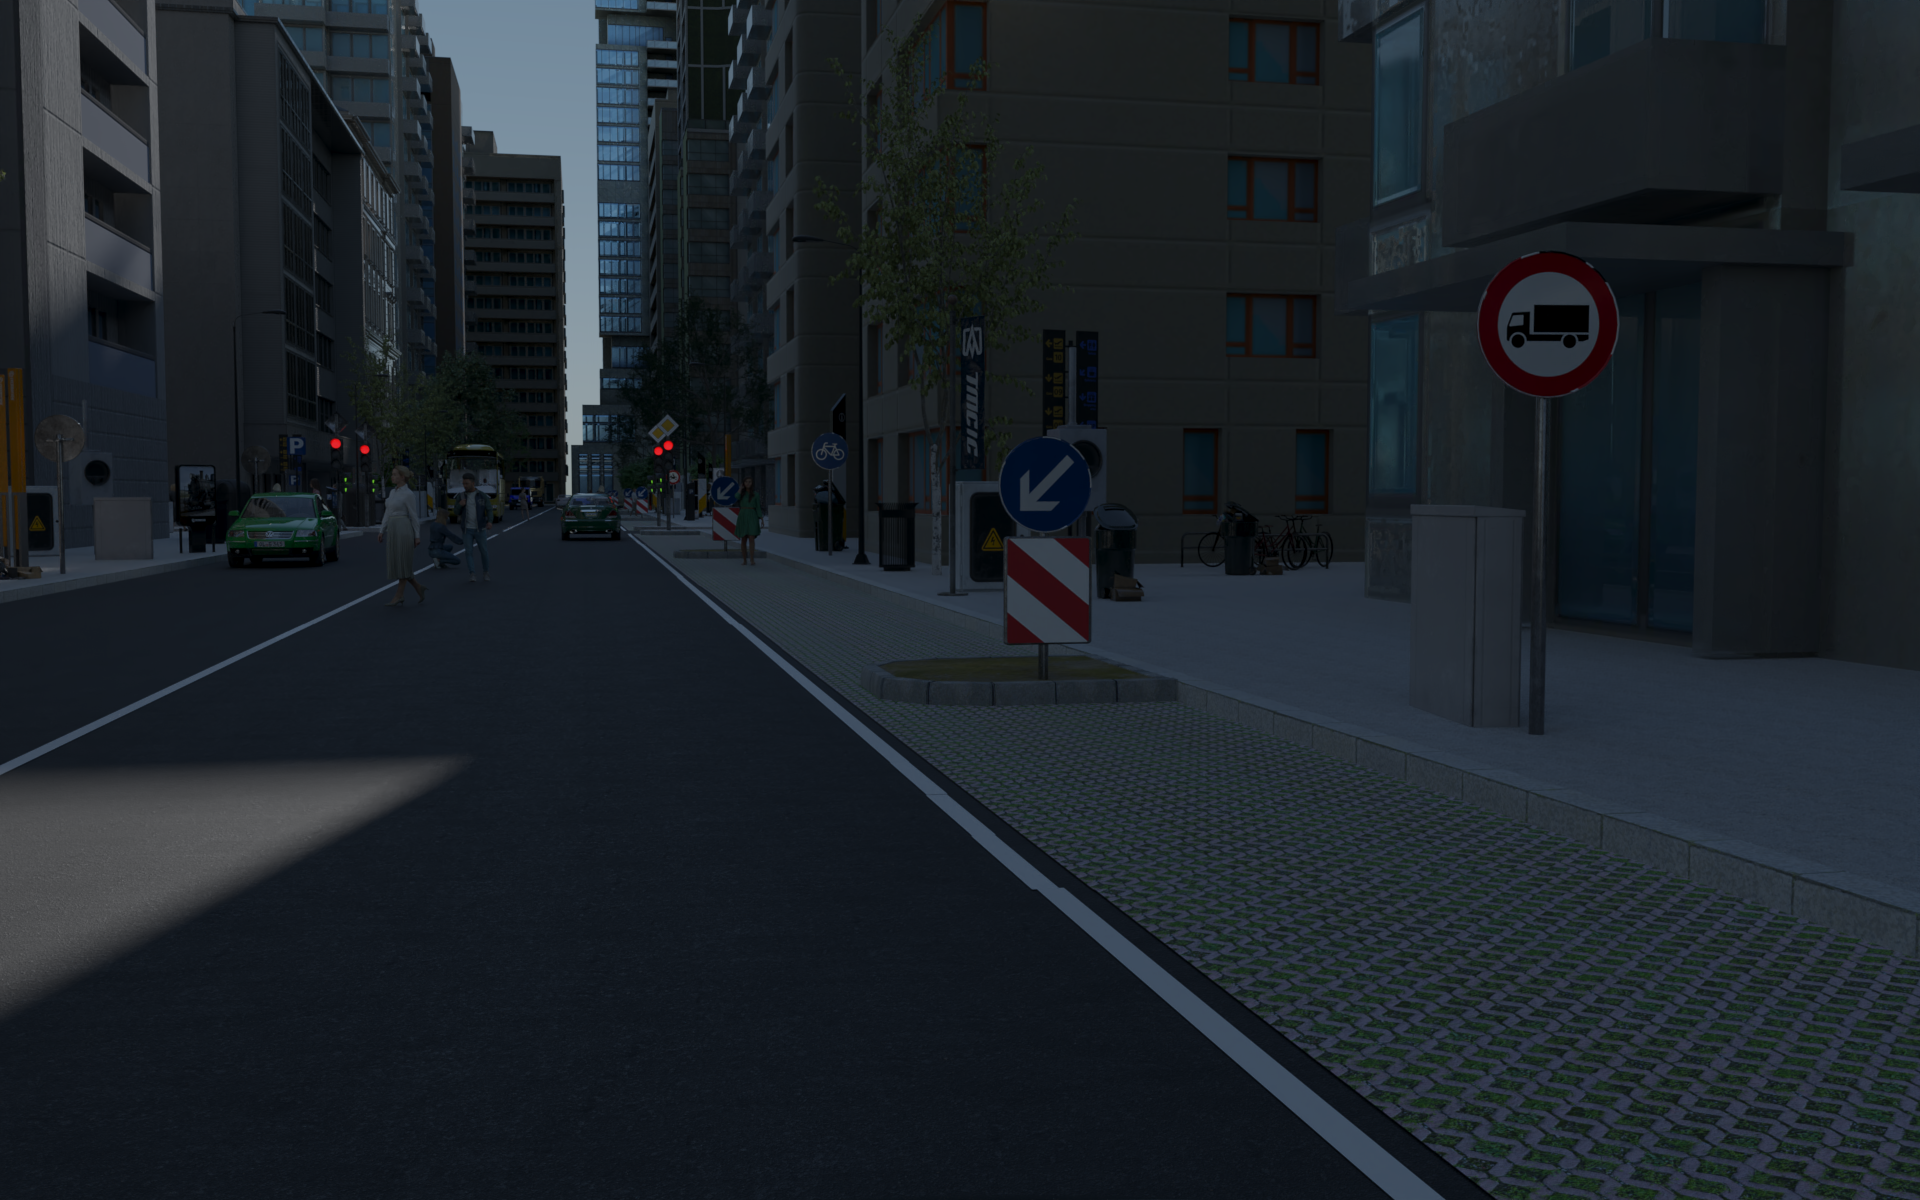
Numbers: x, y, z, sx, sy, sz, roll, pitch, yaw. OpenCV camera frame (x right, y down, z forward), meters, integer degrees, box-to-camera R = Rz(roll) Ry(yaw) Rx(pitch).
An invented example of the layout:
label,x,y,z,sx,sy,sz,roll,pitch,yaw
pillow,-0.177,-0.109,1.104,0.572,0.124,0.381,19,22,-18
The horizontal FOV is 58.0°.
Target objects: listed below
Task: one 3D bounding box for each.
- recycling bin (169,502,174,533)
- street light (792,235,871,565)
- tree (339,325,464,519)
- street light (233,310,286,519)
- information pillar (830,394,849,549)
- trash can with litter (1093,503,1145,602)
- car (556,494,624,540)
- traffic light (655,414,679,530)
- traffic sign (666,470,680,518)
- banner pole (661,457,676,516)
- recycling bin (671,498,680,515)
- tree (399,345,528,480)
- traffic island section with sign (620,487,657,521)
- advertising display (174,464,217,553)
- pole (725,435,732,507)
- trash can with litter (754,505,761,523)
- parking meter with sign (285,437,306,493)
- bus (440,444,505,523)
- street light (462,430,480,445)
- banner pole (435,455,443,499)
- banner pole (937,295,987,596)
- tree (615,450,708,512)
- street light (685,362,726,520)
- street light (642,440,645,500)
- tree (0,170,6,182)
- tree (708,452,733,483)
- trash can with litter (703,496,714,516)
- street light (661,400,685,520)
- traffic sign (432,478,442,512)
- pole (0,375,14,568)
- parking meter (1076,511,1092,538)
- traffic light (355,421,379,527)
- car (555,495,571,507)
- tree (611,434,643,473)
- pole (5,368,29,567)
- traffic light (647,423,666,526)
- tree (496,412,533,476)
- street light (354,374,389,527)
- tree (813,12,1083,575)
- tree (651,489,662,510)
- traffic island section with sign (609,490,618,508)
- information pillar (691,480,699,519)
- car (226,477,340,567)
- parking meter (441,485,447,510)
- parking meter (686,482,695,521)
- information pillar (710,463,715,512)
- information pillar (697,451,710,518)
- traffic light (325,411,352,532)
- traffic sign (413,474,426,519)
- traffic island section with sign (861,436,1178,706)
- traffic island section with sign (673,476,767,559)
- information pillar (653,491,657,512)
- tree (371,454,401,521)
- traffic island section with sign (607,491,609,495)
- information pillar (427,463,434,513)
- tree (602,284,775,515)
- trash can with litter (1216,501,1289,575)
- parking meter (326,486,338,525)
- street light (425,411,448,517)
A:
label,x,y,z,sx,sy,sz,roll,pitch,yaw
recycling bin,-26.320,-2.707,56.806,0.722,1.027,0.722,0,4,3
street light,-2.329,-3.597,31.356,1.470,5.913,1.316,-1,4,-12
tree,-25.201,-7.690,76.095,4.737,8.622,4.395,0,3,0
street light,-17.658,-4.350,43.662,1.470,5.913,1.316,-1,4,-12
information pillar,-2.827,-2.997,40.348,0.183,3.616,0.504,3,4,36
trash can with litter,2.003,-0.592,21.070,0.624,1.170,1.055,-1,4,-12
car,-11.748,-2.648,55.086,2.131,1.459,4.920,-1,4,-12
traffic light,-10.294,-4.408,60.985,0.839,4.253,0.868,-1,4,-12
traffic sign,-15.116,-5.581,91.359,0.768,2.556,0.104,0,4,-3
banner pole,-17.059,-6.828,101.658,0.863,3.779,0.401,0,4,7
recycling bin,-17.900,-5.826,107.806,0.722,1.027,0.722,2,4,28
tree,-38.273,-13.247,133.598,9.611,12.733,9.660,0,3,0
traffic island section with sign,-17.200,-5.157,92.947,1.989,1.847,2.006,-1,4,-12
advertising display,-16.664,-1.993,37.793,0.123,1.923,0.974,2,4,27
pole,-7.953,-4.013,59.462,0.158,3.312,0.155,0,3,0
trash can with litter,-8.819,-3.735,72.460,1.055,1.170,0.624,3,5,39
parking meter with sign,-20.637,-3.513,53.699,0.543,3.016,1.738,-2,4,-26
bus,-24.791,-5.950,88.837,2.896,3.916,12.252,-1,4,-13
street light,-35.454,-9.349,125.399,1.470,5.913,1.316,-1,4,-12
banner pole,-33.166,-7.357,110.302,0.401,3.779,0.863,1,4,23
banner pole,0.054,-1.936,21.667,0.401,3.779,0.863,-3,5,-39
tree,-20.266,-8.136,116.734,4.285,4.588,4.351,0,3,0
street light,-8.851,-5.427,61.266,1.470,5.913,1.316,-1,4,-12
street light,-20.252,-8.621,113.501,1.470,5.913,1.316,-1,4,-12
tree,-13.153,-4.266,20.118,4.360,8.622,3.978,0,3,0
tree,-18.455,-8.816,127.856,4.285,4.588,4.351,0,3,0
trash can with litter,-14.358,-5.435,99.920,1.678,1.210,2.233,-2,4,-29
street light,-13.868,-6.831,84.230,1.470,5.913,1.316,-1,4,-12
traffic sign,-32.456,-6.444,107.485,0.606,2.300,0.079,0,4,-4
pole,-16.406,-2.189,29.632,0.158,3.312,0.155,0,3,0
parking meter,2.110,-1.453,29.465,0.255,1.863,0.399,0,4,4
traffic light,-22.753,-4.741,66.432,0.839,4.253,0.868,-1,4,-12
car,-40.336,-10.060,176.848,2.083,1.381,4.827,-1,4,-14
tree,-40.081,-15.807,208.800,4.360,8.622,3.978,0,3,0
pole,-15.324,-2.100,28.182,0.158,3.312,0.155,0,3,0
traffic light,-11.997,-4.885,68.787,0.839,4.253,0.868,-1,4,-12
tree,-56.914,-17.712,215.353,9.928,11.665,9.643,0,3,0
street light,-22.735,-5.772,66.921,1.470,5.913,1.316,-1,4,-12
tree,-0.320,-4.684,26.943,4.737,8.622,4.395,0,3,0
tree,-24.108,-8.805,138.560,1.663,3.219,1.824,0,3,0
traffic island section with sign,-23.036,-6.791,119.657,1.989,1.847,2.006,-1,4,-12
information pillar,-13.400,-5.083,87.606,0.304,2.012,0.304,-2,4,-25
car,-13.810,-1.630,35.443,1.959,1.807,4.718,-1,4,-14
parking meter,-32.359,-6.294,108.621,0.255,1.863,0.399,1,4,14
parking meter,-12.965,-4.743,83.264,0.399,1.863,0.255,-2,4,-23
information pillar,-17.974,-8.191,125.274,0.504,3.616,0.183,-3,4,-36
information pillar,-13.977,-6.262,93.745,0.504,3.616,0.183,1,4,18
traffic light,-21.050,-4.264,58.630,0.839,4.253,0.868,-1,4,-12
traffic sign,-28.073,-5.374,89.996,0.606,2.300,0.079,-1,4,-12
traffic island section with sign,0.324,-0.244,12.617,1.989,1.847,2.006,-1,4,-12
traffic island section with sign,-5.454,-1.864,39.099,1.989,1.847,2.006,-1,4,-12
information pillar,-21.355,-7.960,121.498,0.183,3.616,0.504,3,4,37
tree,-27.287,-5.375,82.486,1.663,3.219,1.824,0,3,0
traffic island section with sign,-33.668,-9.768,168.331,1.989,1.847,2.006,-1,4,-12
information pillar,-36.437,-7.823,119.267,0.504,3.616,0.183,-2,4,-27
tree,-11.183,-8.761,77.649,7.601,10.594,8.767,0,4,1
trash can with litter,4.651,-0.986,27.515,1.055,1.170,0.624,-1,4,-12
parking meter,-20.925,-3.016,57.717,0.372,1.533,0.369,0,3,0
street light,-29.156,-7.573,96.367,1.470,5.913,1.316,-1,4,-12
